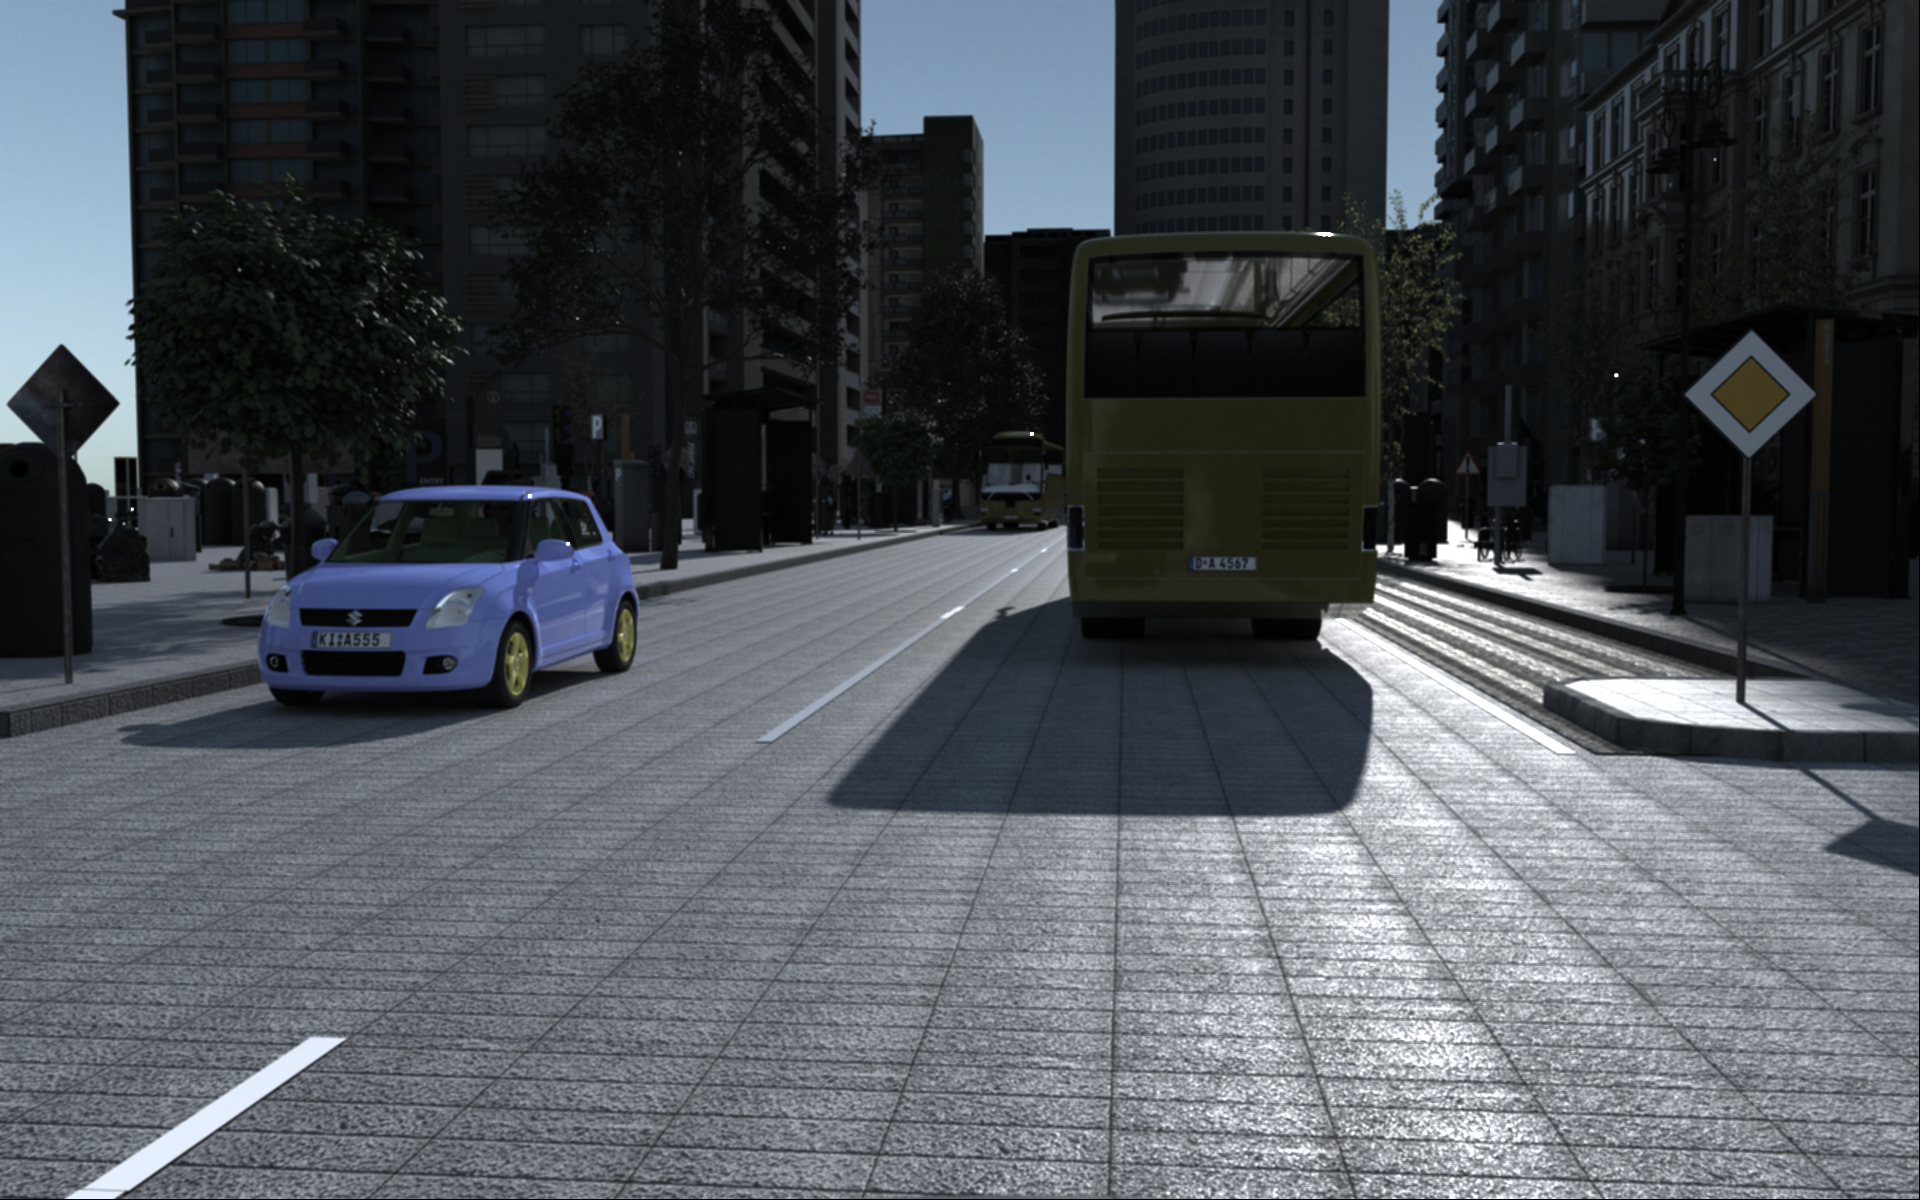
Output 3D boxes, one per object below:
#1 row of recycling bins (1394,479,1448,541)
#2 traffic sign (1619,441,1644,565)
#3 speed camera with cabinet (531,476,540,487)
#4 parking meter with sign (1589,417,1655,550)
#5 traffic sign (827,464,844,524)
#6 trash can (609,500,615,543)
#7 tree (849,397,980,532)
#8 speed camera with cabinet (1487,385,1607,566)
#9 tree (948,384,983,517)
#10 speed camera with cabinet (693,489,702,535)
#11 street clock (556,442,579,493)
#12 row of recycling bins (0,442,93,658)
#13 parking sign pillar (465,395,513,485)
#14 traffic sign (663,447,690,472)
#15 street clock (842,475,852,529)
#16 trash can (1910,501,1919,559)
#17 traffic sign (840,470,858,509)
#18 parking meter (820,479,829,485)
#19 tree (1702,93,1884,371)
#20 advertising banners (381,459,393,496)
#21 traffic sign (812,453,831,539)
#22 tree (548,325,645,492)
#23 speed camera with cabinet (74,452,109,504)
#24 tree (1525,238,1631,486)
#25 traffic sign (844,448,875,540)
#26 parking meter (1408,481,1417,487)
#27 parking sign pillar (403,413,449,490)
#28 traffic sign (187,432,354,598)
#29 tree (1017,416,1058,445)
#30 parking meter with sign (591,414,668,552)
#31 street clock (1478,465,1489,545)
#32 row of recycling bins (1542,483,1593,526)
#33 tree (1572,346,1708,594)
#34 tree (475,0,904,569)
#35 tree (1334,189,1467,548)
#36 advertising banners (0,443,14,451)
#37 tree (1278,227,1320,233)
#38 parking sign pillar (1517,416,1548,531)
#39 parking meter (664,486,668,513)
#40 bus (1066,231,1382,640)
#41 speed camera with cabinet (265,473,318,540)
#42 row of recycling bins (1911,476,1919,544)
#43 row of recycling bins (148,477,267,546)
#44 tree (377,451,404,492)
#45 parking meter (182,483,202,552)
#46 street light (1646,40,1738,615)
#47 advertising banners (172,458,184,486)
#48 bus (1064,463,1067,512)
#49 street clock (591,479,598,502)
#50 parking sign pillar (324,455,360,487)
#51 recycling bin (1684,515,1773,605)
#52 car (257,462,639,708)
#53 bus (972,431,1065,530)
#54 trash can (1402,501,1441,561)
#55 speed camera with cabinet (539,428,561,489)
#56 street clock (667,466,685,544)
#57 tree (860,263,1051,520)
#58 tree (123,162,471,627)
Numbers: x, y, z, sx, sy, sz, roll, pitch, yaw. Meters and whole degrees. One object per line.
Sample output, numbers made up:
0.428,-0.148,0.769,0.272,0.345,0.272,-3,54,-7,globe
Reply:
11.636,-2.489,47.809,3.534,1.692,1.069,1,4,13,row of recycling bins
12.204,-1.786,31.339,0.606,2.300,0.079,1,4,12,traffic sign
-21.460,-5.692,87.405,0.660,3.252,2.038,-2,4,-27,speed camera with cabinet
15.238,-2.655,39.675,1.738,3.016,0.543,-2,4,-26,parking meter with sign
-5.323,-4.518,73.972,0.768,2.556,0.104,0,4,7,traffic sign
-8.013,-1.823,41.458,0.748,1.137,0.748,0,3,0,trash can
-2.114,-4.583,58.647,4.285,4.588,4.351,0,3,0,tree
10.670,-2.272,31.479,2.038,3.252,0.660,1,4,19,speed camera with cabinet
0.874,-9.057,98.442,4.360,8.622,3.978,0,3,0,tree
-7.358,-3.687,54.620,2.038,3.252,0.660,0,4,3,speed camera with cabinet
-5.465,-1.192,24.055,0.358,2.002,0.471,-1,4,-9,street clock
-8.760,-0.427,14.088,3.534,1.692,1.069,0,4,7,row of recycling bins
-12.901,-3.612,47.535,1.447,3.967,1.447,2,4,33,parking sign pillar
-7.569,-2.817,46.159,0.768,2.556,0.104,1,4,13,traffic sign
-4.157,-3.618,63.719,0.358,2.002,0.471,-1,4,-16,street clock
18.724,-1.387,34.332,0.748,1.137,0.748,0,3,0,trash can
-4.478,-4.222,70.209,0.795,2.450,0.064,1,4,9,traffic sign
-5.254,-3.748,66.994,0.399,1.863,0.255,0,4,-4,parking meter
15.257,-5.035,32.687,4.737,8.622,4.395,0,3,0,tree
-28.705,-5.553,86.987,0.090,3.025,2.074,0,4,4,advertising banners
-4.045,-2.932,49.119,0.795,2.450,0.064,1,4,14,traffic sign
-15.936,-7.618,74.913,4.360,8.622,3.978,0,3,0,tree
-35.323,-4.623,69.930,0.660,3.252,2.038,1,4,15,speed camera with cabinet
18.747,-6.141,50.762,4.737,8.622,4.395,0,3,0,tree
-2.834,-2.971,48.575,0.884,2.594,0.081,1,4,12,traffic sign
20.007,-4.343,76.716,0.399,1.863,0.255,1,4,23,parking meter
-16.227,-3.924,52.637,1.447,3.967,1.447,-1,4,-16,parking sign pillar
-8.462,-1.671,21.194,2.265,3.308,0.079,1,4,12,traffic sign
6.683,-12.456,154.025,4.360,8.622,3.978,0,3,0,tree
-7.259,-2.579,38.433,1.738,3.016,0.543,-3,5,-41,parking meter with sign
13.074,-2.359,43.139,0.358,2.002,0.471,1,4,11,street clock
22.174,-3.522,64.694,3.534,1.692,1.069,0,4,-8,row of recycling bins
8.890,-1.721,22.741,1.663,3.219,1.824,0,3,0,tree
-4.654,-5.798,29.218,7.601,10.594,8.767,1,4,14,tree
10.080,-5.554,41.169,4.360,8.622,3.978,0,3,0,tree
-32.087,-3.886,59.727,2.074,3.025,0.090,0,4,1,advertising banners
14.112,-9.520,73.783,7.486,12.596,7.792,0,3,0,tree
19.852,-4.395,60.333,1.447,3.967,1.447,3,5,43,parking sign pillar
-9.286,-2.883,55.555,0.372,1.533,0.369,0,3,0,parking meter
2.614,-1.737,19.954,2.896,3.916,12.252,0,4,5,bus
-17.739,-3.087,44.808,2.038,3.252,0.660,0,4,3,speed camera with cabinet
21.954,-2.062,40.822,3.534,1.692,1.069,3,4,38,row of recycling bins
-18.982,-2.237,43.695,3.534,1.692,1.069,1,4,21,row of recycling bins
-25.045,-5.021,76.692,1.663,3.219,1.824,0,3,0,tree
-16.899,-1.816,38.099,0.372,1.533,0.369,0,3,0,parking meter
7.656,-2.783,18.284,0.468,5.910,1.993,0,4,5,street light
-36.755,-5.321,83.184,2.074,3.025,0.090,0,4,-5,advertising banners
9.191,-8.947,137.828,2.896,3.916,12.252,0,4,5,bus
-17.191,-4.706,81.507,0.471,2.002,0.358,-1,4,-16,street clock
-24.224,-4.855,67.856,1.447,3.967,1.447,-2,4,-27,parking sign pillar
9.061,-0.482,20.428,0.722,1.027,0.722,-3,4,-36,recycling bin
-3.657,-0.195,12.782,1.945,1.707,3.694,0,4,7,car
2.670,-4.890,71.504,2.896,3.916,12.252,0,4,7,bus
8.835,-1.318,33.202,0.748,1.137,0.748,0,3,0,trash can
-11.937,-3.472,51.101,0.660,3.252,2.038,-1,4,-16,speed camera with cabinet
-7.236,-2.421,44.147,0.358,2.002,0.471,-3,5,-43,street clock
-0.143,-10.348,86.193,9.611,12.733,9.660,0,3,0,tree
-6.625,-2.050,17.239,4.285,4.588,4.351,0,3,0,tree
